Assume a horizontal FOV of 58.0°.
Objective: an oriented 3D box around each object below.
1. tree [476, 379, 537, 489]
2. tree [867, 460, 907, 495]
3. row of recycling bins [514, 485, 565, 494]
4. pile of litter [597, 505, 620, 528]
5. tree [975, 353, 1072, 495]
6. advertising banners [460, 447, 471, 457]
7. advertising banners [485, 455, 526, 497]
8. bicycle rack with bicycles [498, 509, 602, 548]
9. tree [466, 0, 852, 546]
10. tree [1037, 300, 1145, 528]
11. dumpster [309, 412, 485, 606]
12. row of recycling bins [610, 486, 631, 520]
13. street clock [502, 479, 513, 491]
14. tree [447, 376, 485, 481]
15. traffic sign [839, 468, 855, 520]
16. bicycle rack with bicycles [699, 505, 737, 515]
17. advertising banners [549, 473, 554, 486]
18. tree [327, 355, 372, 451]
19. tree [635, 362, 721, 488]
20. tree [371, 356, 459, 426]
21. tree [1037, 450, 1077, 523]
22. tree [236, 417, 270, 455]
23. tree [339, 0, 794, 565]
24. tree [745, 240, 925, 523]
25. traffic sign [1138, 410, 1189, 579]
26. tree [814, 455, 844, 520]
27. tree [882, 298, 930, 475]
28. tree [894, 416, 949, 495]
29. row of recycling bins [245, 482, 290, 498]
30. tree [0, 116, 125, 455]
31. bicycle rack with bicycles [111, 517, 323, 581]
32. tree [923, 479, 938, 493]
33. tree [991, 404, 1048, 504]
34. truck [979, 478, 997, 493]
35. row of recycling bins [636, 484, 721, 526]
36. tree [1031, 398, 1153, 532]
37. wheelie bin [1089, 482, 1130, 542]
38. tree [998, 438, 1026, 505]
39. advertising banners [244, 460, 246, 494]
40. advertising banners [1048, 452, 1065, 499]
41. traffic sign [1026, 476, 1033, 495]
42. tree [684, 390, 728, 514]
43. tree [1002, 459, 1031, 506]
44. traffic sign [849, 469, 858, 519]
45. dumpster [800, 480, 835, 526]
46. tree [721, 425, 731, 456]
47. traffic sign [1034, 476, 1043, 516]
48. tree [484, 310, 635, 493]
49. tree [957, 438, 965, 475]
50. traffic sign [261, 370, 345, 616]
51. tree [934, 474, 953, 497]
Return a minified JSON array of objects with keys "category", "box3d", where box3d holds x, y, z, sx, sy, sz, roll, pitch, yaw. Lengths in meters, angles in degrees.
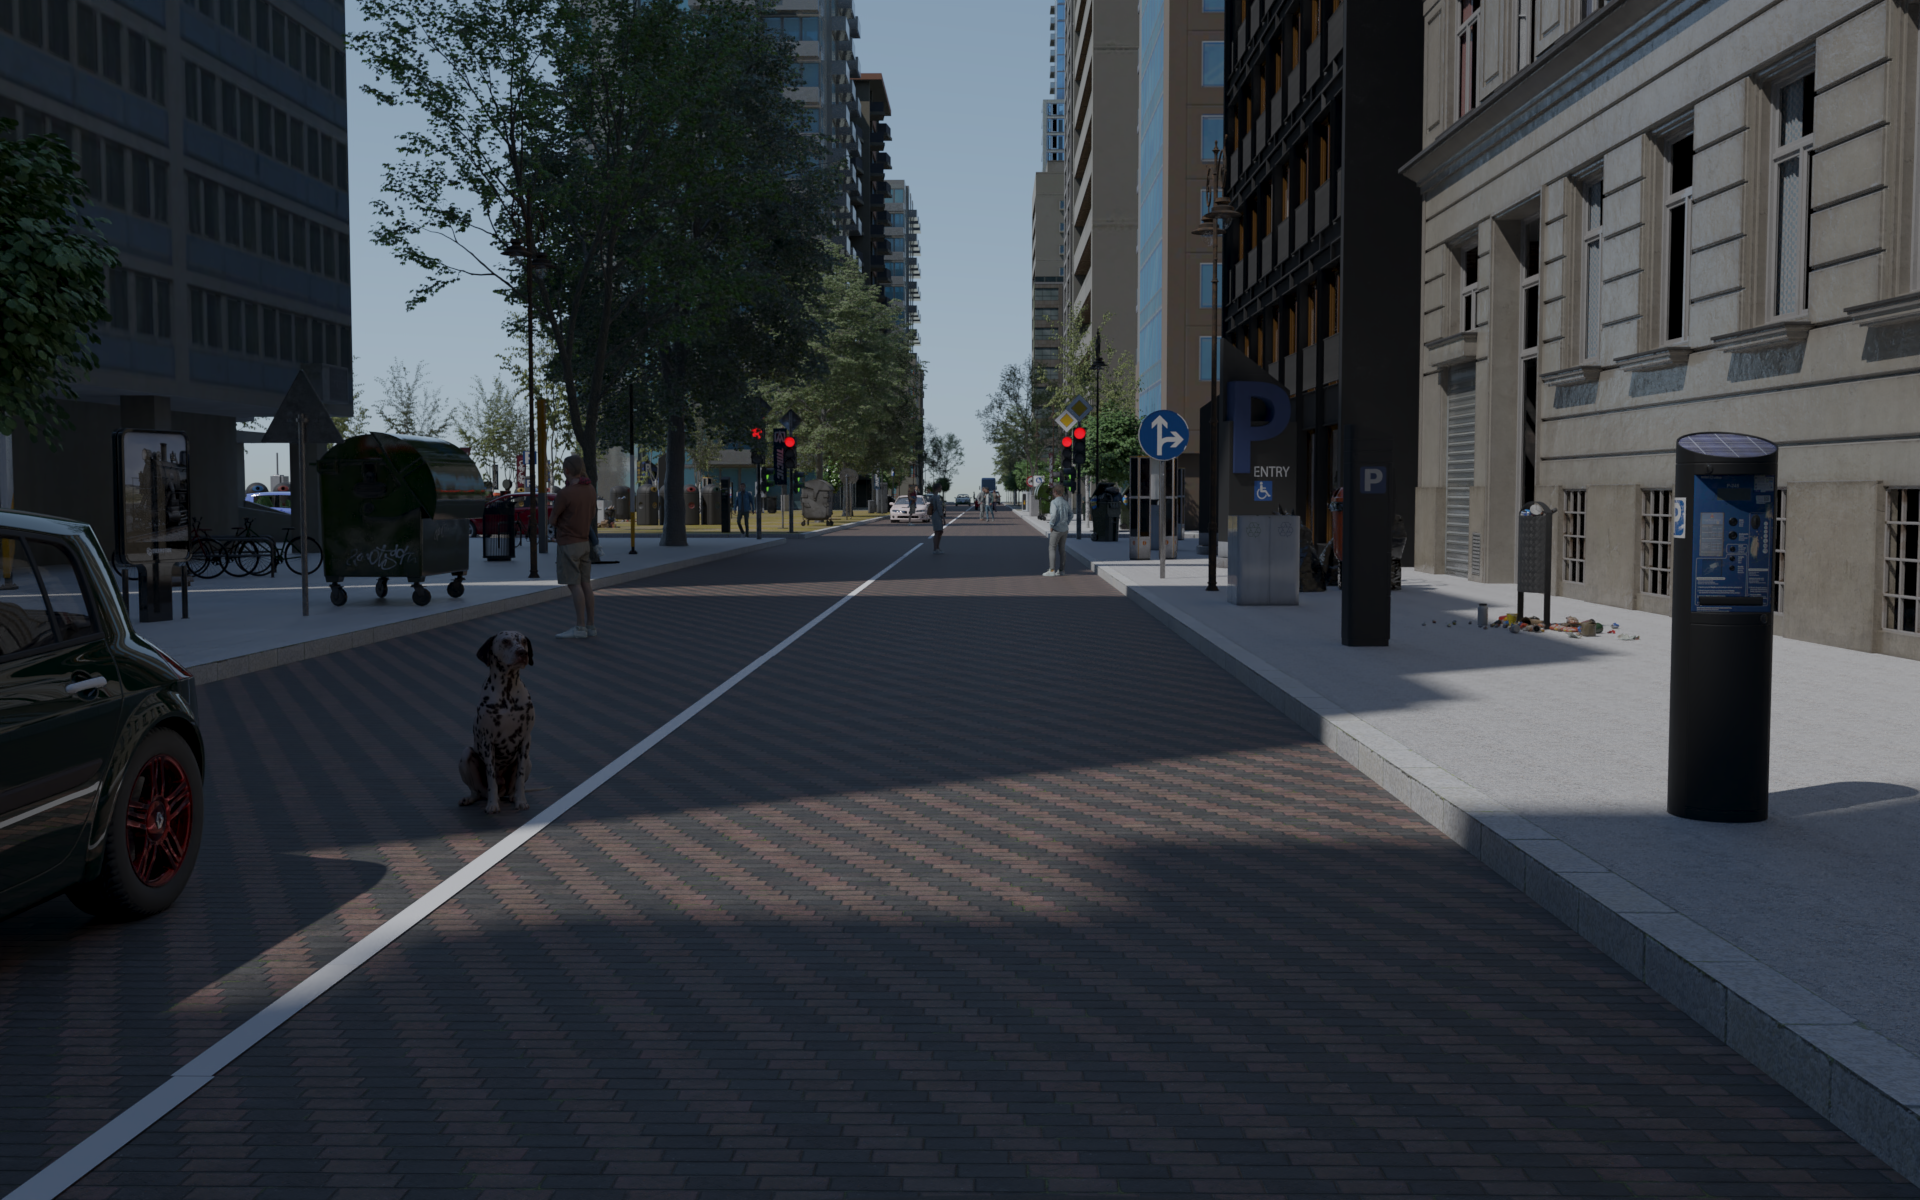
[{"category":"tree","box3d":[-28.951,-9.828,111.046,4.360,8.622,3.978,0,3,0]},{"category":"tree","box3d":[-5.901,-9.481,138.731,4.285,4.588,4.351,0,3,0]},{"category":"row of recycling bins","box3d":[-19.905,-4.653,83.186,3.534,1.692,1.069,2,4,24]},{"category":"pile of litter","box3d":[-13.517,-3.166,65.733,1.176,0.858,1.719,-1,4,-17]},{"category":"tree","box3d":[4.990,-10.991,114.114,8.767,10.594,7.601,0,4,8]},{"category":"advertising banners","box3d":[-18.807,-4.133,63.763,0.090,3.025,2.074,3,4,36]},{"category":"advertising banners","box3d":[-20.152,-4.922,76.661,2.074,3.025,0.090,-1,4,-17]},{"category":"bicycle rack with bicycles","box3d":[-9.869,-1.751,42.016,2.852,0.926,2.925,0,4,4]},{"category":"tree","box3d":[-7.100,-8.316,42.614,9.857,13.997,8.962,0,3,0]},{"category":"tree","box3d":[4.865,-7.036,65.393,4.737,8.622,4.395,0,3,0]},{"category":"dumpster","box3d":[-6.641,-1.102,20.510,1.502,2.255,1.985,0,4,1]},{"category":"row of recycling bins","box3d":[-17.232,-4.948,88.018,1.069,1.692,3.534,0,4,-5]},{"category":"street clock","box3d":[-22.102,-4.896,84.619,0.471,2.002,0.358,2,4,25]},{"category":"tree","box3d":[-28.347,-9.400,104.056,4.737,8.622,4.395,0,3,0]},{"category":"traffic sign","box3d":[-5.541,-5.182,84.834,0.768,2.556,0.104,0,4,8]},{"category":"bicycle rack with bicycles","box3d":[-14.578,-5.533,103.843,2.925,0.926,2.852,0,4,-2]},{"category":"advertising banners","box3d":[-28.738,-7.536,119.405,0.090,3.025,2.074,3,4,36]},{"category":"tree","box3d":[-31.195,-8.319,86.382,4.737,8.622,4.395,0,3,0]},{"category":"tree","box3d":[-16.174,-8.699,92.593,4.737,8.622,4.395,0,3,0]},{"category":"tree","box3d":[-29.470,-8.746,93.357,4.360,8.622,3.978,0,3,0]},{"category":"tree","box3d":[4.484,-5.018,76.645,1.663,3.219,1.824,0,3,0]},{"category":"tree","box3d":[-29.228,-7.191,67.929,4.360,8.622,3.978,0,3,0]},{"category":"tree","box3d":[-6.882,-6.461,31.386,9.928,11.665,9.643,0,3,0]},{"category":"tree","box3d":[-5.892,-9.747,77.486,7.486,12.596,7.792,0,3,0]},{"category":"traffic sign","box3d":[3.080,-1.599,26.251,0.768,2.556,0.104,0,4,3]},{"category":"tree","box3d":[-6.489,-5.628,86.620,1.663,3.219,1.824,0,3,0]},{"category":"tree","box3d":[-6.443,-11.729,98.420,9.857,13.997,8.962,0,3,0]},{"category":"tree","box3d":[-4.703,-16.160,198.631,7.601,10.594,8.767,0,4,5]},{"category":"row of recycling bins","box3d":[-24.333,-3.302,61.097,3.534,1.692,1.069,-2,4,-25]},{"category":"tree","box3d":[-7.921,-1.784,12.882,4.285,4.588,4.351,0,3,0]},{"category":"bicycle rack with bicycles","box3d":[-11.491,-0.835,27.028,2.925,0.926,2.852,-1,4,-19]},{"category":"tree","box3d":[-3.970,-14.209,226.913,1.663,3.219,1.824,0,3,0]},{"category":"tree","box3d":[7.366,-18.270,216.842,7.486,12.596,7.792,0,3,0]},{"category":"truck","box3d":[4.762,-17.646,278.264,2.967,4.110,18.799,0,4,-1]},{"category":"row of recycling bins","box3d":[-11.569,-3.926,71.310,3.534,1.692,1.069,-2,4,-25]},{"category":"tree","box3d":[5.251,-4.632,59.441,4.285,4.588,4.351,0,3,0]},{"category":"wheelie bin","box3d":[3.973,-2.377,46.770,0.980,1.594,0.693,-3,5,-45]},{"category":"tree","box3d":[6.472,-15.540,204.447,4.360,8.622,3.978,0,3,0]},{"category":"advertising banners","box3d":[-35.832,-5.627,88.186,2.074,3.025,0.090,-1,4,-21]},{"category":"advertising banners","box3d":[4.132,-4.712,73.221,0.090,3.025,2.074,2,4,27]},{"category":"traffic sign","box3d":[4.996,-7.370,120.597,0.768,2.556,0.104,1,4,11]},{"category":"tree","box3d":[-16.993,-9.959,113.194,4.360,8.622,3.978,0,3,0]},{"category":"tree","box3d":[5.846,-9.725,142.711,4.285,4.588,4.351,0,3,0]},{"category":"traffic sign","box3d":[-5.599,-5.420,88.726,0.768,2.556,0.104,0,4,8]},{"category":"dumpster","box3d":[-5.739,-3.904,69.583,1.264,1.857,1.865,0,4,1]},{"category":"tree","box3d":[-18.139,-10.408,120.525,4.737,8.622,4.395,0,3,0]},{"category":"traffic sign","box3d":[4.436,-5.818,97.258,0.606,2.300,0.079,1,4,10]},{"category":"tree","box3d":[-14.068,-6.743,60.610,4.737,8.622,4.395,0,3,0]},{"category":"tree","box3d":[-2.643,-22.120,287.422,9.928,11.665,9.643,0,3,0]},{"category":"traffic sign","box3d":[-6.890,-1.111,18.164,0.884,2.594,0.081,0,4,2]},{"category":"tree","box3d":[-2.687,-18.020,278.335,4.285,4.588,4.351,0,3,0]}]
